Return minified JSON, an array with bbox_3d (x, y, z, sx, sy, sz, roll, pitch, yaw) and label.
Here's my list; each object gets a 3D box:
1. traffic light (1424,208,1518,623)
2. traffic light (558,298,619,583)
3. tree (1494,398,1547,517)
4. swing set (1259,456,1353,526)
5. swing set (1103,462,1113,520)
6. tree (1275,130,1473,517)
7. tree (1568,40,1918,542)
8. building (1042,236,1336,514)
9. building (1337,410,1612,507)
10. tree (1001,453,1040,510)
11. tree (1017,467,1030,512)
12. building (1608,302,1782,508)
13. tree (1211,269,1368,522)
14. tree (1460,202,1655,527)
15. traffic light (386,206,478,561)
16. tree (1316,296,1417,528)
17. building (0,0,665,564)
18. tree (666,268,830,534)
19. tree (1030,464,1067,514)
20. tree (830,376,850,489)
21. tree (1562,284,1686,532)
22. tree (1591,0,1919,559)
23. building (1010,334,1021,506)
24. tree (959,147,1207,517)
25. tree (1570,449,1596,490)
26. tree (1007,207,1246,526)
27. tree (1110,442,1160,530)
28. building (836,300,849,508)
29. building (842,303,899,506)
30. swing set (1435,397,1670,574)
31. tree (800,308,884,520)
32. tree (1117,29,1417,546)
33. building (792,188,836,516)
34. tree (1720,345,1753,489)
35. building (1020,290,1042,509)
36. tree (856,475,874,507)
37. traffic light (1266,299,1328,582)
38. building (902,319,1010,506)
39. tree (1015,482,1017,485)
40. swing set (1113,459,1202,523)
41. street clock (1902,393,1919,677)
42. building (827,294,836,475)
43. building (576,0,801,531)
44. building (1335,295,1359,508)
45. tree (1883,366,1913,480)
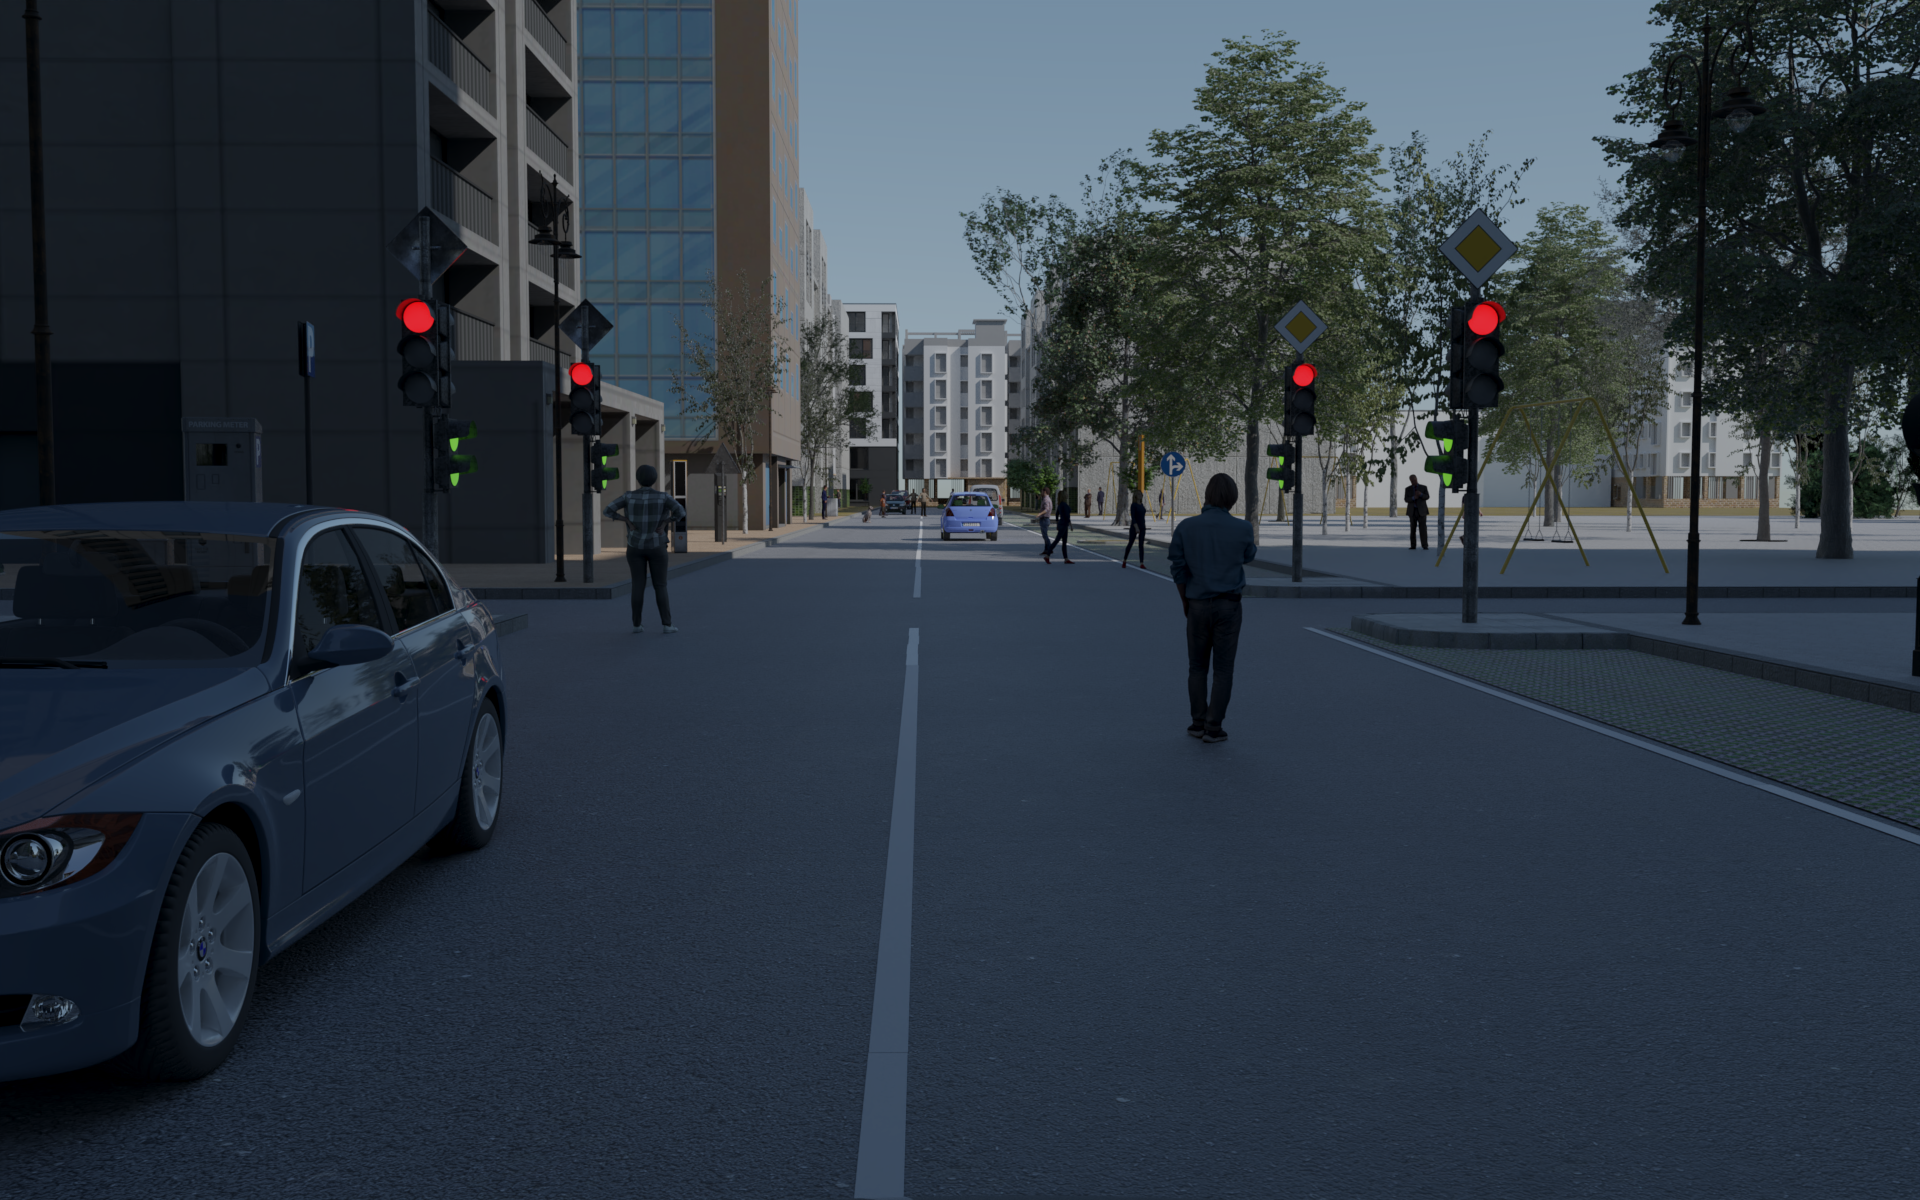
[{"bbox_3d":[5.071,-1.729,17.183,0.839,4.253,0.868,0,4,-1],"label":"traffic light"},{"bbox_3d":[-5.357,-2.203,24.933,0.839,4.253,0.868,0,4,-1],"label":"traffic light"},{"bbox_3d":[32.153,-8.996,97.445,4.360,8.622,3.978,0,3,0],"label":"tree"},{"bbox_3d":[14.172,-4.526,71.622,3.119,2.851,2.862,-1,4,-15],"label":"swing set"},{"bbox_3d":[8.835,-5.302,84.311,3.119,2.851,2.862,-1,4,-9],"label":"swing set"},{"bbox_3d":[22.935,-14.508,93.093,12.611,20.169,13.585,0,3,0],"label":"tree"},{"bbox_3d":[21.670,-8.325,46.484,12.009,13.543,11.850,0,3,0],"label":"tree"},{"bbox_3d":[15.695,-15.968,127.528,16.747,18.905,31.486,0,4,-1],"label":"building"},{"bbox_3d":[50.669,-14.057,171.976,28.070,9.664,9.099,0,4,-1],"label":"building"},{"bbox_3d":[4.879,-9.492,138.900,4.285,4.588,4.351,0,3,0],"label":"tree"},{"bbox_3d":[5.150,-7.779,121.784,1.663,3.219,1.824,0,3,0],"label":"tree"},{"bbox_3d":[70.481,-19.043,167.771,11.380,20.091,16.016,0,4,-1],"label":"building"},{"bbox_3d":[14.948,-9.399,79.423,9.928,11.665,9.643,0,3,0],"label":"tree"},{"bbox_3d":[23.441,-9.133,67.445,7.486,12.596,7.792,0,3,0],"label":"tree"},{"bbox_3d":[-5.187,-1.714,16.949,0.839,4.253,0.868,0,4,-1],"label":"traffic light"},{"bbox_3d":[15.183,-6.999,64.799,4.360,8.622,3.978,0,3,0],"label":"tree"},{"bbox_3d":[-18.055,-36.793,39.813,20.563,71.187,20.611,0,4,-1],"label":"building"},{"bbox_3d":[-7.126,-6.430,55.488,4.360,8.622,3.978,0,3,0],"label":"tree"},{"bbox_3d":[5.686,-7.018,109.342,1.663,3.219,1.824,0,3,0],"label":"tree"},{"bbox_3d":[-6.979,-7.804,77.959,4.360,8.622,3.978,0,3,0],"label":"tree"},{"bbox_3d":[22.738,-6.633,58.808,4.360,8.622,3.978,0,3,0],"label":"tree"},{"bbox_3d":[17.484,-7.791,34.042,9.857,13.997,8.962,0,3,0],"label":"tree"},{"bbox_3d":[10.616,-20.720,195.184,11.380,20.091,16.016,0,4,-1],"label":"building"},{"bbox_3d":[6.628,-14.606,94.700,12.611,20.169,13.585,0,3,0],"label":"tree"},{"bbox_3d":[32.025,-8.646,91.729,4.737,8.622,4.395,0,3,0],"label":"tree"},{"bbox_3d":[6.677,-9.325,69.467,9.611,12.733,9.660,0,3,0],"label":"tree"},{"bbox_3d":[6.517,-4.172,62.820,1.663,3.219,1.824,0,3,0],"label":"tree"},{"bbox_3d":[-26.726,-18.301,165.682,31.486,18.905,16.747,0,4,-1],"label":"building"},{"bbox_3d":[-23.423,-21.719,199.087,32.646,21.610,27.936,0,4,-1],"label":"building"},{"bbox_3d":[9.943,-1.944,29.398,2.862,2.851,3.119,0,4,-6],"label":"swing set"},{"bbox_3d":[-7.108,-9.267,85.932,7.601,10.594,8.767,-3,4,-37],"label":"tree"},{"bbox_3d":[7.699,-7.635,42.960,7.486,12.596,7.792,0,3,0],"label":"tree"},{"bbox_3d":[-17.689,-15.251,115.815,16.747,18.905,31.486,0,4,-1],"label":"building"},{"bbox_3d":[31.034,-6.977,64.432,4.360,8.622,3.978,0,3,0],"label":"tree"},{"bbox_3d":[14.815,-17.889,158.944,16.747,18.905,31.486,0,4,-1],"label":"building"},{"bbox_3d":[-9.555,-11.097,176.044,1.663,3.219,1.824,0,3,0],"label":"tree"},{"bbox_3d":[4.902,-2.217,25.166,0.839,4.253,0.868,0,4,-1],"label":"traffic light"},{"bbox_3d":[-0.733,-20.624,193.624,11.380,20.091,16.016,0,4,-1],"label":"building"},{"bbox_3d":[4.992,-7.946,124.519,1.663,3.219,1.824,0,3,0],"label":"tree"},{"bbox_3d":[9.072,-4.876,77.346,3.119,2.851,2.862,3,5,44],"label":"swing set"},{"bbox_3d":[6.827,-0.460,12.091,0.471,2.002,0.358,-1,4,-16],"label":"street clock"},{"bbox_3d":[-18.678,-17.865,148.516,16.016,20.091,11.380,0,4,-1],"label":"building"},{"bbox_3d":[-13.605,-25.440,66.060,14.600,45.320,14.200,0,4,-1],"label":"building"},{"bbox_3d":[31.038,-18.996,167.012,11.380,20.091,16.016,0,4,-1],"label":"building"},{"bbox_3d":[30.256,-6.638,58.887,4.360,8.622,3.978,0,3,0],"label":"tree"}]
